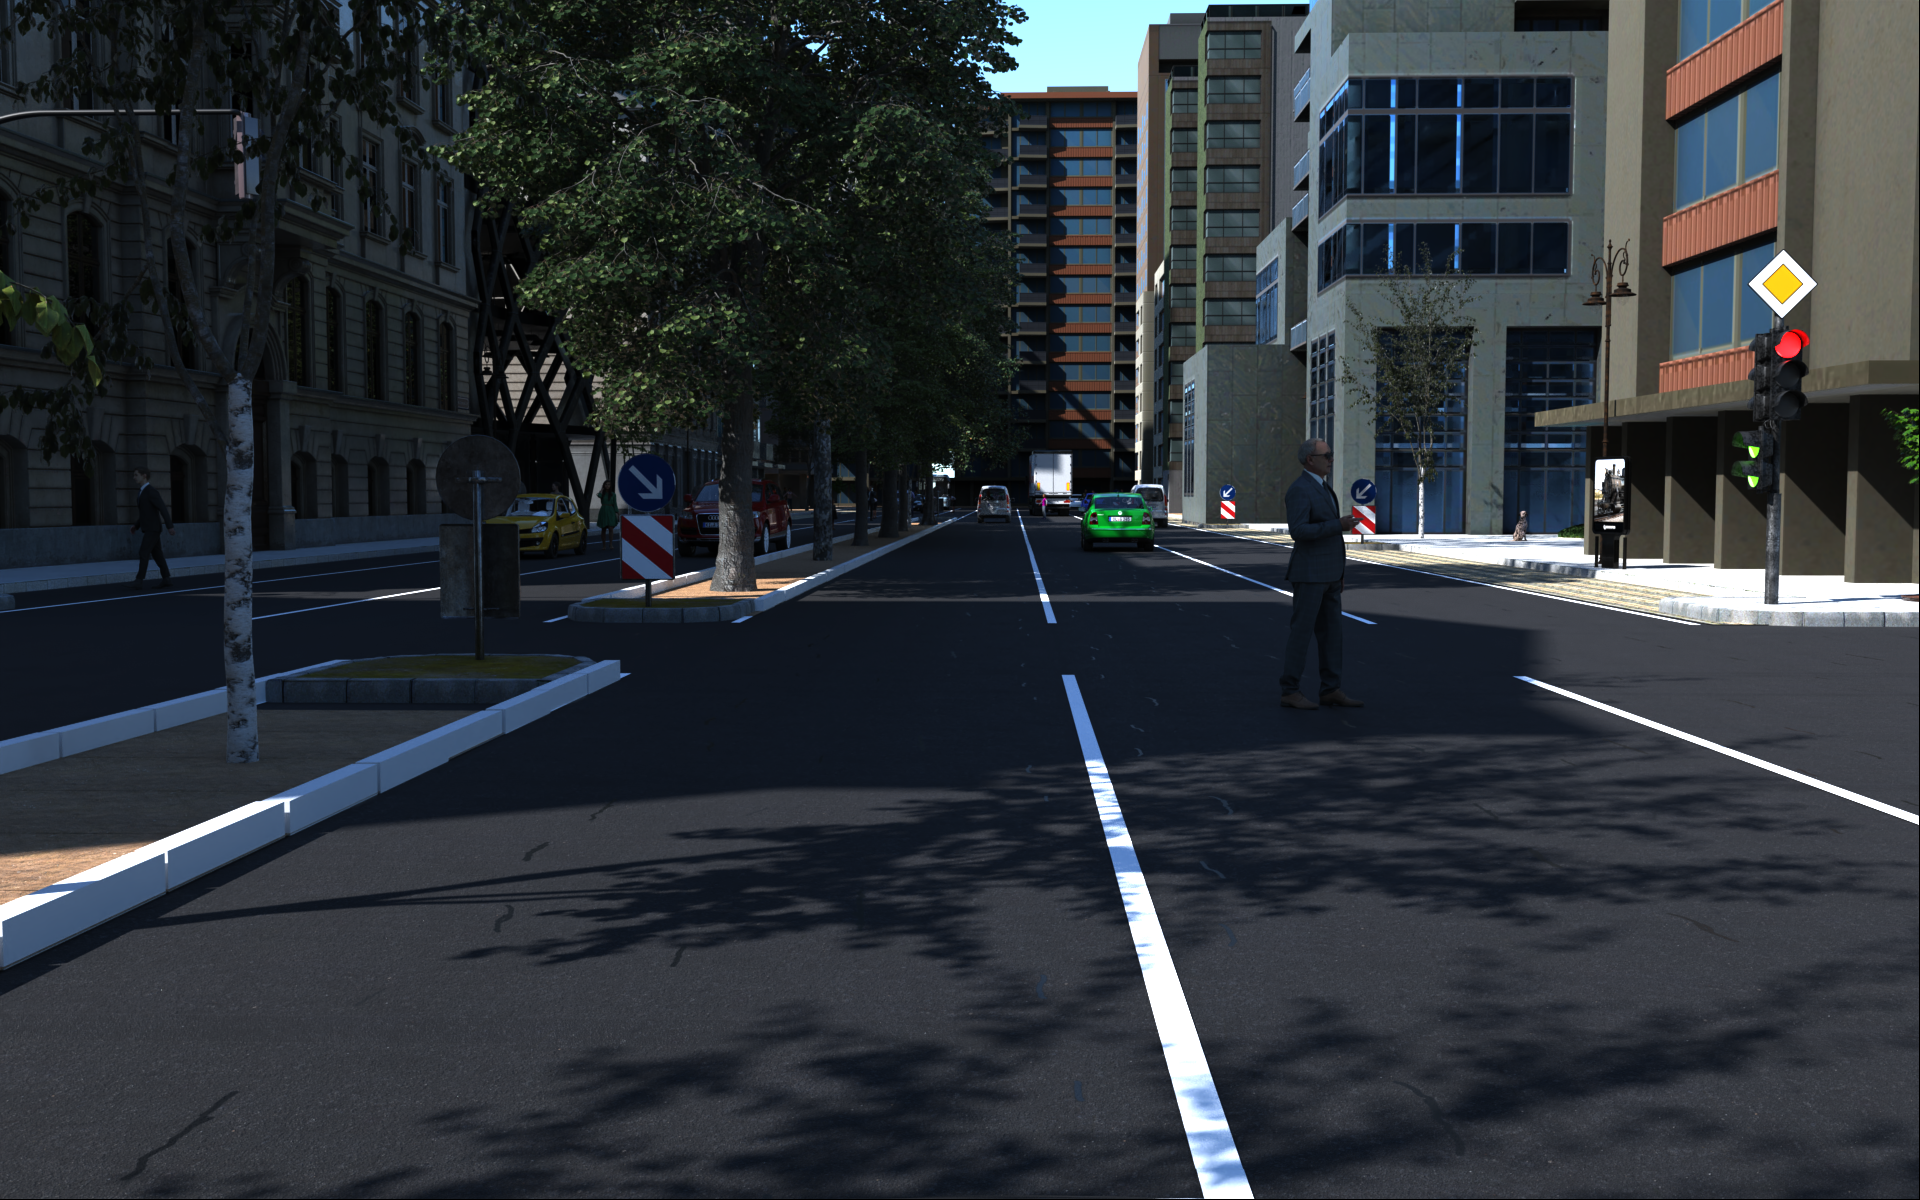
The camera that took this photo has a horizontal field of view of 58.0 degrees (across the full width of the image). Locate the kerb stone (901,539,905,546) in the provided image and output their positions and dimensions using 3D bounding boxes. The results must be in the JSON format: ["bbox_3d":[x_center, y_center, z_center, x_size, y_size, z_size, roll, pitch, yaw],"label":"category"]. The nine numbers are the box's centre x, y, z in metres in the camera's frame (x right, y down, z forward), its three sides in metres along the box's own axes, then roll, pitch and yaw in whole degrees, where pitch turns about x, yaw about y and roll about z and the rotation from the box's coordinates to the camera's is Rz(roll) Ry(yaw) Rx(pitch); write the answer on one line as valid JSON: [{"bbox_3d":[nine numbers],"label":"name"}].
[{"bbox_3d":[-1.658,-1.524,47.158,0.120,0.150,1.000,0,4,2],"label":"kerb stone"}]

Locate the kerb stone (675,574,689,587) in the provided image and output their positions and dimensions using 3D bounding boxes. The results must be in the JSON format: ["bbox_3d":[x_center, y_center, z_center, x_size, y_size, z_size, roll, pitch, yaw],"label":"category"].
[{"bbox_3d":[-4.382,-0.278,26.748,0.120,0.150,1.000,0,4,2],"label":"kerb stone"}]

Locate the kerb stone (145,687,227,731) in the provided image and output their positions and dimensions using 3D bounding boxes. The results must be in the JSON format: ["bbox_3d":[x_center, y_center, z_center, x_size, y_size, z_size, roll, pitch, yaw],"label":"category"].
[{"bbox_3d":[-4.860,0.695,10.879,0.120,0.150,1.000,0,4,2],"label":"kerb stone"}]

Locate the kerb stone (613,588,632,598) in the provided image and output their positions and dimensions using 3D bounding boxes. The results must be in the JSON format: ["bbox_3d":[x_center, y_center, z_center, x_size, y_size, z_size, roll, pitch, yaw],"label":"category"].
[{"bbox_3d":[-4.499,-0.028,22.649,0.120,0.150,1.000,0,4,2],"label":"kerb stone"}]

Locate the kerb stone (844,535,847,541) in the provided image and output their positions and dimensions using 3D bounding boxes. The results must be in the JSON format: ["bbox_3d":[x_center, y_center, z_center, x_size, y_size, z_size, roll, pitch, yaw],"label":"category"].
[{"bbox_3d":[-3.601,-1.846,52.369,0.120,0.150,1.000,0,4,2],"label":"kerb stone"}]

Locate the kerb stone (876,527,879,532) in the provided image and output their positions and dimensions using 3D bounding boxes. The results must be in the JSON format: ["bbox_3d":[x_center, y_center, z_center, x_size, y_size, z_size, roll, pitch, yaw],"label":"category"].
[{"bbox_3d":[-3.231,-2.598,64.674,0.120,0.150,1.000,0,4,2],"label":"kerb stone"}]

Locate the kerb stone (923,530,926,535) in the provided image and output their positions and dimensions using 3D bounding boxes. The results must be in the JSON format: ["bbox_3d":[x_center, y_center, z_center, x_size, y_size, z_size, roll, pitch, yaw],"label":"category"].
[{"bbox_3d":[-1.319,-2.214,58.442,0.120,0.150,1.000,0,4,2],"label":"kerb stone"}]

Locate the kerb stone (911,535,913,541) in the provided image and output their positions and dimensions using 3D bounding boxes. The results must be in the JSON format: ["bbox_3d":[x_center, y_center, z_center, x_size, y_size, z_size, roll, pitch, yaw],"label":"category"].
[{"bbox_3d":[-1.541,-1.776,51.273,0.120,0.150,1.000,0,4,2],"label":"kerb stone"}]

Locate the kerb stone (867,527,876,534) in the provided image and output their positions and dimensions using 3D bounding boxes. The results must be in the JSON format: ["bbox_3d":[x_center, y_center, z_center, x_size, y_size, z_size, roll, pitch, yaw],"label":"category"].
[{"bbox_3d":[-3.265,-2.533,63.650,0.120,0.150,1.000,0,4,2],"label":"kerb stone"}]

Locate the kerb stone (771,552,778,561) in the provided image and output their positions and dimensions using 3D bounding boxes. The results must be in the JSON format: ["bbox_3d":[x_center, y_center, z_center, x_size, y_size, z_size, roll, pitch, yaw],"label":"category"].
[{"bbox_3d":[-4.072,-0.905,36.988,0.120,0.150,1.000,0,4,2],"label":"kerb stone"}]

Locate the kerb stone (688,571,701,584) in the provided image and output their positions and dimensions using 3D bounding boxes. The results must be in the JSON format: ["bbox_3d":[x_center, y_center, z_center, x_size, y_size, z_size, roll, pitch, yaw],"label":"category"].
[{"bbox_3d":[-4.345,-0.341,27.771,0.120,0.150,1.000,0,4,2],"label":"kerb stone"}]

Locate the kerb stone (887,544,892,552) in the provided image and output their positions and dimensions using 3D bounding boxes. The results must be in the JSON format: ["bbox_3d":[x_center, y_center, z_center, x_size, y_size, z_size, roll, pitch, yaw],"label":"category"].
[{"bbox_3d":[-1.817,-1.214,42.050,0.120,0.150,1.000,0,4,2],"label":"kerb stone"}]

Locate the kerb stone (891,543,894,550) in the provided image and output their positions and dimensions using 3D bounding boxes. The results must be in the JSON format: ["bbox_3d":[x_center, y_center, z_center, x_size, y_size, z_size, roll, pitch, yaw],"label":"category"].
[{"bbox_3d":[-1.788,-1.277,43.071,0.120,0.150,1.000,0,4,2],"label":"kerb stone"}]

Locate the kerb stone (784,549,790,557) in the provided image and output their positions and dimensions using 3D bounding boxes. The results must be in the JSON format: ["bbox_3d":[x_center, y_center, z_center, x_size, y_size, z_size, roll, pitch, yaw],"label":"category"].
[{"bbox_3d":[-4.004,-1.030,39.031,0.120,0.150,1.000,0,4,2],"label":"kerb stone"}]

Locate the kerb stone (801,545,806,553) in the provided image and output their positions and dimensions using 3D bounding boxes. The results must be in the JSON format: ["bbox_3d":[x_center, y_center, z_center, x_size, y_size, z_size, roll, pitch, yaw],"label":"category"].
[{"bbox_3d":[-3.916,-1.217,42.097,0.120,0.150,1.000,0,4,2],"label":"kerb stone"}]

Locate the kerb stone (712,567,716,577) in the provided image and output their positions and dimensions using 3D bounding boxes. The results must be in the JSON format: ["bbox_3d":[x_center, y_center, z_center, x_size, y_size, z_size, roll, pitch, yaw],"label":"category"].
[{"bbox_3d":[-4.288,-0.466,29.815,0.120,0.150,1.000,0,4,2],"label":"kerb stone"}]

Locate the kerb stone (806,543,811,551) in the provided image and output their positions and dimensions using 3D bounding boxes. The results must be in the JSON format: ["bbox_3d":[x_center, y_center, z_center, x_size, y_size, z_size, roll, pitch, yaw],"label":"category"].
[{"bbox_3d":[-3.886,-1.280,43.126,0.120,0.150,1.000,0,4,2],"label":"kerb stone"}]

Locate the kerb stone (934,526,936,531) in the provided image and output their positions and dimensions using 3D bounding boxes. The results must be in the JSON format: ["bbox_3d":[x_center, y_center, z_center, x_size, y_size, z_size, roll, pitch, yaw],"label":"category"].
[{"bbox_3d":[-1.098,-2.656,65.634,0.120,0.150,1.000,0,4,2],"label":"kerb stone"}]

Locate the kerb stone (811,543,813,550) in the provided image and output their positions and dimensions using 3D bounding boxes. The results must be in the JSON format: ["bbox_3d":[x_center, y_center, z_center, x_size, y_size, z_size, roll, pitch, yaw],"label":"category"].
[{"bbox_3d":[-3.861,-1.342,44.148,0.120,0.150,1.000,0,4,2],"label":"kerb stone"}]

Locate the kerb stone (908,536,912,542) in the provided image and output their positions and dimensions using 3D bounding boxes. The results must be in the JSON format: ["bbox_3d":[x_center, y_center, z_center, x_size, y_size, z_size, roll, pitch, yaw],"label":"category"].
[{"bbox_3d":[-1.567,-1.716,50.244,0.120,0.150,1.000,0,4,2],"label":"kerb stone"}]

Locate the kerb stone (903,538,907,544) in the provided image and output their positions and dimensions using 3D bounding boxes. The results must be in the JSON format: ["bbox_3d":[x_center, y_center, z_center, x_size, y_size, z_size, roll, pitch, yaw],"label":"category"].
[{"bbox_3d":[-1.630,-1.590,48.193,0.120,0.150,1.000,0,4,2],"label":"kerb stone"}]

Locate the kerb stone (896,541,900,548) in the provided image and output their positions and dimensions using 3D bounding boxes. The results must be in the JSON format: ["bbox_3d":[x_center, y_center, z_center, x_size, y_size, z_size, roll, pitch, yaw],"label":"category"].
[{"bbox_3d":[-1.722,-1.402,45.115,0.120,0.150,1.000,0,4,2],"label":"kerb stone"}]

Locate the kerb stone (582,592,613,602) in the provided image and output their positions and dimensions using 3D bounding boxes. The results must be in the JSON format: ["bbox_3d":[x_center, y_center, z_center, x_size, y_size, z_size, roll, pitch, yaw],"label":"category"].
[{"bbox_3d":[-4.541,0.035,21.628,0.120,0.150,1.000,0,4,2],"label":"kerb stone"}]

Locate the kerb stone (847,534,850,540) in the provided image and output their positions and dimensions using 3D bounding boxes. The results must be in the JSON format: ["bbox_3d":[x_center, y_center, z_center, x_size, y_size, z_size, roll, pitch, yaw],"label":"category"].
[{"bbox_3d":[-3.573,-1.904,53.391,0.120,0.150,1.000,0,4,2],"label":"kerb stone"}]

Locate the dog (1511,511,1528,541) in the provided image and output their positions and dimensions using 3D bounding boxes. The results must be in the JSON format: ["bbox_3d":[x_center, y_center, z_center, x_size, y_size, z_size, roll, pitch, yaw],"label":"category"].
[{"bbox_3d":[15.221,-2.018,47.381,0.800,0.831,0.513,-1,4,-10],"label":"dog"}]

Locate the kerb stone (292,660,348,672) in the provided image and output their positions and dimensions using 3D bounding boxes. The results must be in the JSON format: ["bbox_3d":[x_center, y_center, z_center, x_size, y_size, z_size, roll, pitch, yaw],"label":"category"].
[{"bbox_3d":[-4.797,0.569,12.939,0.120,0.150,1.000,0,4,2],"label":"kerb stone"}]

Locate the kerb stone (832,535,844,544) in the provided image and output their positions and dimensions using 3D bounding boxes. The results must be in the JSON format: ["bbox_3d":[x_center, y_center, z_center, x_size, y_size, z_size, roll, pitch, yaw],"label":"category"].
[{"bbox_3d":[-3.636,-1.783,51.348,0.120,0.150,1.000,0,4,2],"label":"kerb stone"}]

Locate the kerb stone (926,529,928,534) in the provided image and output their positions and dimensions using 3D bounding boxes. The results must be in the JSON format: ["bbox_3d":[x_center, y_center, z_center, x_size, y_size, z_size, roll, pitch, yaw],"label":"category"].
[{"bbox_3d":[-1.283,-2.280,59.467,0.120,0.150,1.000,0,4,2],"label":"kerb stone"}]

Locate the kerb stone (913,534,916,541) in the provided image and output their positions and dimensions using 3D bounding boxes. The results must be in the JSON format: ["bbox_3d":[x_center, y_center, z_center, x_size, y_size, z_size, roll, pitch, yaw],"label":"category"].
[{"bbox_3d":[-1.504,-1.841,52.299,0.120,0.150,1.000,0,4,2],"label":"kerb stone"}]

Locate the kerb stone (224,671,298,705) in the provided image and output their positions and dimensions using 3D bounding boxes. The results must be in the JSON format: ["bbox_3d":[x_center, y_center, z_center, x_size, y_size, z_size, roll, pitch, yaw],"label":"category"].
[{"bbox_3d":[-4.833,0.629,11.907,0.120,0.150,1.000,0,4,2],"label":"kerb stone"}]

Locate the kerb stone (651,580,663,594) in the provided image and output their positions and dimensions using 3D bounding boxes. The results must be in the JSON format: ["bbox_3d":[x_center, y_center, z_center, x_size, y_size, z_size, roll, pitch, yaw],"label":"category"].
[{"bbox_3d":[-4.439,-0.150,24.700,0.120,0.150,1.000,0,4,2],"label":"kerb stone"}]

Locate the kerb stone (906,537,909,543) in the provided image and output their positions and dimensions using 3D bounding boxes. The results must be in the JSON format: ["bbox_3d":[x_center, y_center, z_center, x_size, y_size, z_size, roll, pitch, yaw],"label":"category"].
[{"bbox_3d":[-1.597,-1.648,49.223,0.120,0.150,1.000,0,4,2],"label":"kerb stone"}]

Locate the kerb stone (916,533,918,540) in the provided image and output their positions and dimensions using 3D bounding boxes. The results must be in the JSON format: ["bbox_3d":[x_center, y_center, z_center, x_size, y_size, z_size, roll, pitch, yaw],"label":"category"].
[{"bbox_3d":[-1.467,-1.904,53.329,0.120,0.150,1.000,0,4,2],"label":"kerb stone"}]

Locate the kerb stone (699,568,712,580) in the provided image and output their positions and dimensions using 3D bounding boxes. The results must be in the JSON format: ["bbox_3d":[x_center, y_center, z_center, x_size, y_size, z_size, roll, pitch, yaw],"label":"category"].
[{"bbox_3d":[-4.320,-0.404,28.793,0.120,0.150,1.000,0,4,2],"label":"kerb stone"}]

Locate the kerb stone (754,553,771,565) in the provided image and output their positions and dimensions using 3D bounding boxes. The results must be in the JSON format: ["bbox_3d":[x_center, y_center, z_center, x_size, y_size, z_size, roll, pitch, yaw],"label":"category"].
[{"bbox_3d":[-4.098,-0.842,35.966,0.120,0.150,1.000,0,4,2],"label":"kerb stone"}]

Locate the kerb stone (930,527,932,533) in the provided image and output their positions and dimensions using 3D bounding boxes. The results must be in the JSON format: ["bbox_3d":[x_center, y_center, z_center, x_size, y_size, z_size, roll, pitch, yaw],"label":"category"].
[{"bbox_3d":[-1.196,-2.466,62.548,0.120,0.150,1.000,0,4,2],"label":"kerb stone"}]

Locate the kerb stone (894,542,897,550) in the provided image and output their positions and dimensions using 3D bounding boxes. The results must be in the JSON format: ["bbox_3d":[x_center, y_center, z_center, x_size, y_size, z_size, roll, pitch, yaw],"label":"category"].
[{"bbox_3d":[-1.751,-1.339,44.093,0.120,0.150,1.000,0,4,2],"label":"kerb stone"}]

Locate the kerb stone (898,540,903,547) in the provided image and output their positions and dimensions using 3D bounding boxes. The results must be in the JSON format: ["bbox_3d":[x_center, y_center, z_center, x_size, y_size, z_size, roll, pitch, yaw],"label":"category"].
[{"bbox_3d":[-1.688,-1.464,46.137,0.120,0.150,1.000,0,4,2],"label":"kerb stone"}]

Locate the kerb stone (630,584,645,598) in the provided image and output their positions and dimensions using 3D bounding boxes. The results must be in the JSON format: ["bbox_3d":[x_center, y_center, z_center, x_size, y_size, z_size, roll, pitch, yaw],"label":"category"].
[{"bbox_3d":[-4.473,-0.090,23.671,0.120,0.150,1.000,0,4,2],"label":"kerb stone"}]

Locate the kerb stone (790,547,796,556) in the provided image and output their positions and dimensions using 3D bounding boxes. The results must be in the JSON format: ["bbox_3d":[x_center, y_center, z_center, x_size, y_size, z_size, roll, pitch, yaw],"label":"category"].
[{"bbox_3d":[-3.981,-1.087,40.054,0.120,0.150,1.000,0,4,2],"label":"kerb stone"}]

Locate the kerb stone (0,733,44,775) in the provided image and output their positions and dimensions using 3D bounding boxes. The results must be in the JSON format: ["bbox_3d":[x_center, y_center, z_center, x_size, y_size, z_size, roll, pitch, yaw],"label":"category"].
[{"bbox_3d":[-4.925,0.819,8.827,0.120,0.150,1.000,0,4,2],"label":"kerb stone"}]

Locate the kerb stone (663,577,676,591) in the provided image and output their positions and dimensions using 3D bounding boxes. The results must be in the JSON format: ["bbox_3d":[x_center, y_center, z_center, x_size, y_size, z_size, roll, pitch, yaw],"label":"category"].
[{"bbox_3d":[-4.412,-0.216,25.722,0.120,0.150,1.000,0,4,2],"label":"kerb stone"}]

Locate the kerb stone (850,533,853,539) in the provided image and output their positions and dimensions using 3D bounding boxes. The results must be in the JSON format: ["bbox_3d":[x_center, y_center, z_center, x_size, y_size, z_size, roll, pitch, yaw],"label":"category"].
[{"bbox_3d":[-3.533,-1.969,54.428,0.120,0.150,1.000,0,4,2],"label":"kerb stone"}]

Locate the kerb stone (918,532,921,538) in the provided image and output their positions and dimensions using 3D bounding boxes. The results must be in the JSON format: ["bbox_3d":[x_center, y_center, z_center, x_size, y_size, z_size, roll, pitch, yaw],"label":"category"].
[{"bbox_3d":[-1.406,-2.023,55.376,0.120,0.150,1.000,0,4,2],"label":"kerb stone"}]

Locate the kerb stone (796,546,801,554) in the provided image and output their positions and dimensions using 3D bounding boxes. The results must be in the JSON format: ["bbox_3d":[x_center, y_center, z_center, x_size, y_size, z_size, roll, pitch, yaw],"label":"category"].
[{"bbox_3d":[-3.949,-1.153,41.075,0.120,0.150,1.000,0,4,2],"label":"kerb stone"}]

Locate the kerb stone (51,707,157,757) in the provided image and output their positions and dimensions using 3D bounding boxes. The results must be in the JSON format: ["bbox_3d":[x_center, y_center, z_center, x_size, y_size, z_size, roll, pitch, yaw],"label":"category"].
[{"bbox_3d":[-4.893,0.758,9.854,0.120,0.150,1.000,0,4,2],"label":"kerb stone"}]

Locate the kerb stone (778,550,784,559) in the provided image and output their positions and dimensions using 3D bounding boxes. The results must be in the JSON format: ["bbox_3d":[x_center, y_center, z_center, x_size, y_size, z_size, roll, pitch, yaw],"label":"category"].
[{"bbox_3d":[-4.045,-0.967,38.010,0.120,0.150,1.000,0,4,2],"label":"kerb stone"}]

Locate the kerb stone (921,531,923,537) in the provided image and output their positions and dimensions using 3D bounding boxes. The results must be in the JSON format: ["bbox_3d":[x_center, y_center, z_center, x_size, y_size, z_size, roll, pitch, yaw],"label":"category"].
[{"bbox_3d":[-1.383,-2.092,56.399,0.120,0.150,1.000,0,4,2],"label":"kerb stone"}]

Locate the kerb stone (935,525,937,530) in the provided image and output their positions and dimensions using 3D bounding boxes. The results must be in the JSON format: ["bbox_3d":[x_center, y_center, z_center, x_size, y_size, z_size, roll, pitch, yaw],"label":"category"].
[{"bbox_3d":[-1.073,-2.714,66.661,0.120,0.150,1.000,0,4,2],"label":"kerb stone"}]

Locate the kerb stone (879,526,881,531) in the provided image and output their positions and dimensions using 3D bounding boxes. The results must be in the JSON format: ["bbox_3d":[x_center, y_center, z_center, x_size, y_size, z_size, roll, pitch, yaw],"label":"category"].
[{"bbox_3d":[-3.186,-2.661,65.699,0.120,0.150,1.000,0,4,2],"label":"kerb stone"}]

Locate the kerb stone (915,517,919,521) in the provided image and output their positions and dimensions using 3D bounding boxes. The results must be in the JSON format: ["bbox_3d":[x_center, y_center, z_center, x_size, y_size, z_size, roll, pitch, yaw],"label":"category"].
[{"bbox_3d":[-2.393,-4.288,92.301,0.120,0.150,1.000,0,4,2],"label":"kerb stone"}]

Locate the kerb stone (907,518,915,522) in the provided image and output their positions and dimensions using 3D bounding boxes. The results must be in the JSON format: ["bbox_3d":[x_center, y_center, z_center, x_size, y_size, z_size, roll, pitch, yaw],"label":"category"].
[{"bbox_3d":[-2.522,-4.038,88.213,0.120,0.150,1.000,0,4,2],"label":"kerb stone"}]
